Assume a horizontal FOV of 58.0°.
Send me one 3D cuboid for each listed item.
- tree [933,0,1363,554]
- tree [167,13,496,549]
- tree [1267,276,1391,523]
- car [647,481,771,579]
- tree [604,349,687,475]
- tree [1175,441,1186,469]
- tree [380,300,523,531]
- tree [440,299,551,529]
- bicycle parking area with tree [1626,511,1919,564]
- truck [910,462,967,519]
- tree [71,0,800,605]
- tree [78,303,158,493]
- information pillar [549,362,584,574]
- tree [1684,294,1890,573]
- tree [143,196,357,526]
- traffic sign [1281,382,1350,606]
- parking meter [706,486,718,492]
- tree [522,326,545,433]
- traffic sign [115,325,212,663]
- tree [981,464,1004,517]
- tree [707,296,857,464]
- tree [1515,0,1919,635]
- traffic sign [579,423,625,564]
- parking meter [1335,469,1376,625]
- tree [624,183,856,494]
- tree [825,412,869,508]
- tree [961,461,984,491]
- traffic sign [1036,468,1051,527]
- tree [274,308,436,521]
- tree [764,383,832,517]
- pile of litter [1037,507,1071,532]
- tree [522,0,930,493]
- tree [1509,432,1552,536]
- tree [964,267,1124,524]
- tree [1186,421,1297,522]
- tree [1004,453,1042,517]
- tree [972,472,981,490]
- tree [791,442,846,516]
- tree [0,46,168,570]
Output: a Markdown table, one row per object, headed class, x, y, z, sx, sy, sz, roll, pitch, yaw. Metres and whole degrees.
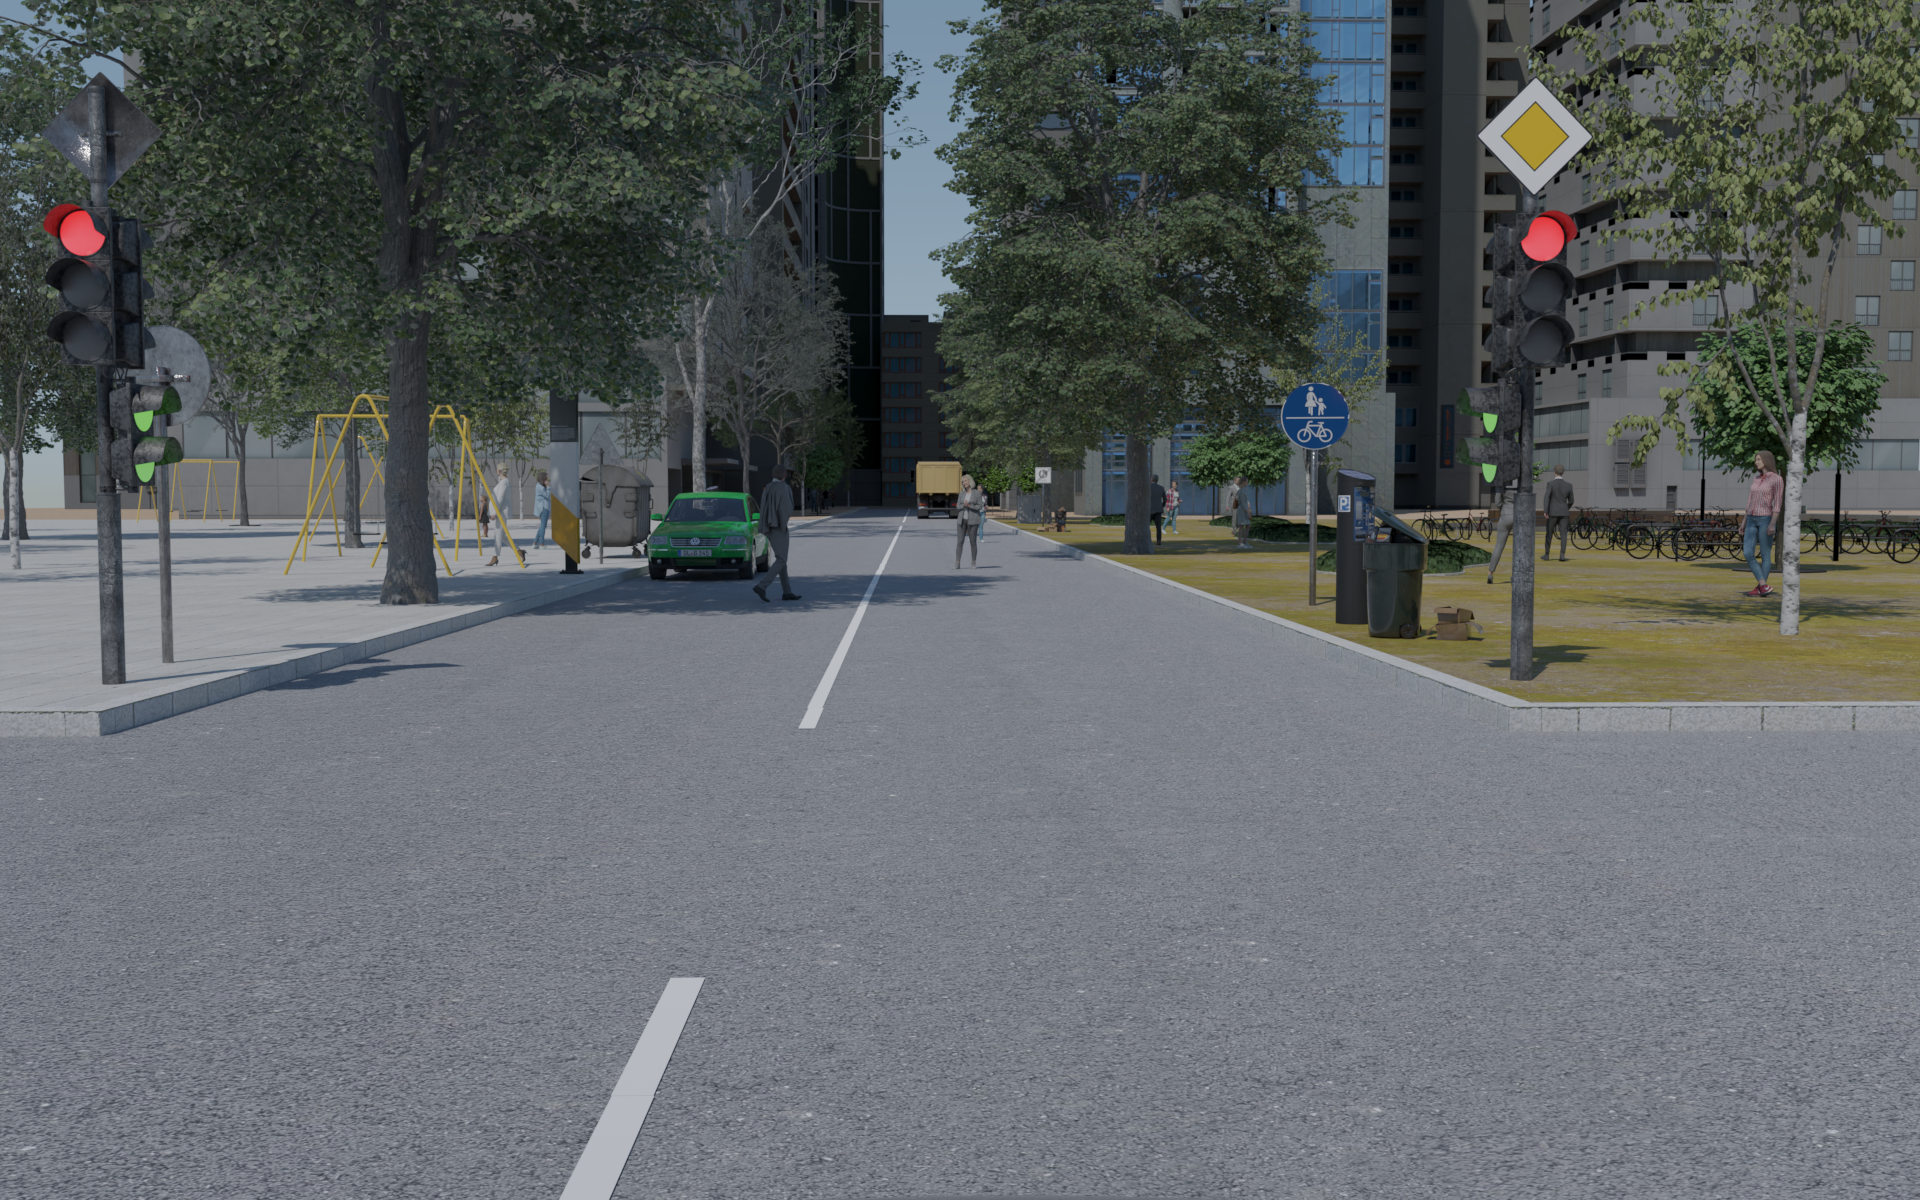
| class | x | y | z | sx | sy | sz | roll | pitch | yaw |
| --- | --- | --- | --- | --- | --- | --- | --- | --- | --- |
| tree | 3.754 | -7.961 | 36.820 | 9.857 | 13.997 | 8.962 | 0 | 3 | 0 |
| tree | -14.725 | -7.480 | 40.432 | 7.486 | 12.596 | 7.792 | 0 | 3 | 0 |
| tree | 11.672 | -6.521 | 56.987 | 4.737 | 8.622 | 4.395 | 0 | 3 | 0 |
| car | -4.357 | -1.326 | 30.472 | 1.959 | 1.807 | 4.718 | 0 | 4 | -1 |
| tree | -15.190 | -8.116 | 83.055 | 4.360 | 8.622 | 3.978 | 0 | 3 | 0 |
| tree | 11.793 | -5.956 | 81.094 | 4.285 | 4.588 | 4.351 | 0 | 3 | 0 |
| tree | -18.000 | -6.721 | 60.246 | 4.360 | 8.622 | 3.978 | 0 | 3 | 0 |
| tree | -17.862 | -6.985 | 64.562 | 4.737 | 8.622 | 4.395 | 0 | 3 | 0 |
| bicycle parking area with tree | 17.078 | -2.968 | 35.527 | 9.016 | 4.147 | 8.231 | 2 | 4 | 25 |
| truck | -1.264 | -6.529 | 102.673 | 3.469 | 3.379 | 9.791 | 0 | 4 | -1 |
| tree | -6.401 | -6.938 | 20.089 | 9.857 | 13.997 | 8.962 | 0 | 3 | 0 |
| tree | -28.465 | -6.630 | 58.771 | 4.737 | 8.622 | 4.395 | 0 | 3 | 0 |
| information pillar | -6.318 | -2.225 | 27.735 | 0.504 | 3.616 | 0.183 | 1 | 4 | 17 |
| tree | 13.530 | -2.743 | 28.561 | 4.285 | 4.588 | 4.351 | 0 | 3 | 0 |
| tree | -28.806 | -9.704 | 69.033 | 12.009 | 13.543 | 11.850 | 0 | 3 | 0 |
| traffic sign | 4.053 | -1.207 | 19.833 | 0.768 | 2.556 | 0.104 | 1 | 4 | 8 |
| parking meter | -7.771 | -2.811 | 54.375 | 0.372 | 1.533 | 0.369 | 0 | 3 | 0 |
| tree | -18.695 | -7.327 | 70.160 | 4.360 | 8.622 | 3.978 | 0 | 3 | 0 |
| traffic sign | -6.020 | -0.794 | 13.084 | 0.768 | 2.556 | 0.104 | 0 | 4 | 6 |
| tree | 2.300 | -6.210 | 96.130 | 1.663 | 3.219 | 1.824 | 0 | 3 | 0 |
| tree | -8.290 | -8.970 | 81.067 | 7.601 | 10.594 | 8.767 | 0 | 4 | -7 |
| tree | 7.542 | -4.003 | 15.809 | 4.737 | 8.622 | 4.395 | 0 | 3 | 0 |
| traffic sign | -6.568 | -1.935 | 31.648 | 0.884 | 2.594 | 0.081 | 0 | 4 | 5 |
| parking meter | 3.914 | -0.533 | 17.134 | 0.372 | 1.533 | 0.369 | 0 | 3 | 0 |
| tree | -8.507 | -9.649 | 68.138 | 12.009 | 13.543 | 11.850 | 0 | 3 | 0 |
| tree | -10.168 | -12.464 | 154.146 | 4.737 | 8.622 | 4.395 | 0 | 3 | 0 |
| tree | 0.585 | -10.925 | 162.340 | 4.285 | 4.588 | 4.351 | 0 | 3 | 0 |
| traffic sign | 3.215 | -3.967 | 66.996 | 0.606 | 2.300 | 0.079 | 0 | 4 | 7 |
| tree | -28.646 | -8.987 | 81.352 | 7.601 | 10.594 | 8.767 | 1 | 4 | 14 |
| tree | -9.103 | -8.987 | 97.301 | 4.360 | 8.622 | 3.978 | 0 | 3 | 0 |
| pile of litter | 3.182 | -2.740 | 58.761 | 1.176 | 0.858 | 1.719 | 0 | 4 | 5 |
| tree | -6.865 | -12.065 | 53.155 | 12.611 | 20.169 | 13.585 | 0 | 3 | 0 |
| tree | 17.319 | -3.630 | 53.956 | 1.663 | 3.219 | 1.824 | 0 | 3 | 0 |
| tree | 4.054 | -9.472 | 72.997 | 7.486 | 12.596 | 7.792 | 0 | 3 | 0 |
| tree | 12.735 | -5.508 | 73.762 | 4.285 | 4.588 | 4.351 | 0 | 3 | 0 |
| tree | 3.298 | -5.227 | 80.063 | 1.663 | 3.219 | 1.824 | 0 | 3 | 0 |
| tree | 2.070 | -6.691 | 103.992 | 1.663 | 3.219 | 1.824 | 0 | 3 | 0 |
| tree | -9.134 | -7.920 | 113.198 | 4.285 | 4.588 | 4.351 | 0 | 3 | 0 |
| tree | -16.009 | -4.837 | 29.455 | 4.360 | 8.622 | 3.978 | 0 | 3 | 0 |
